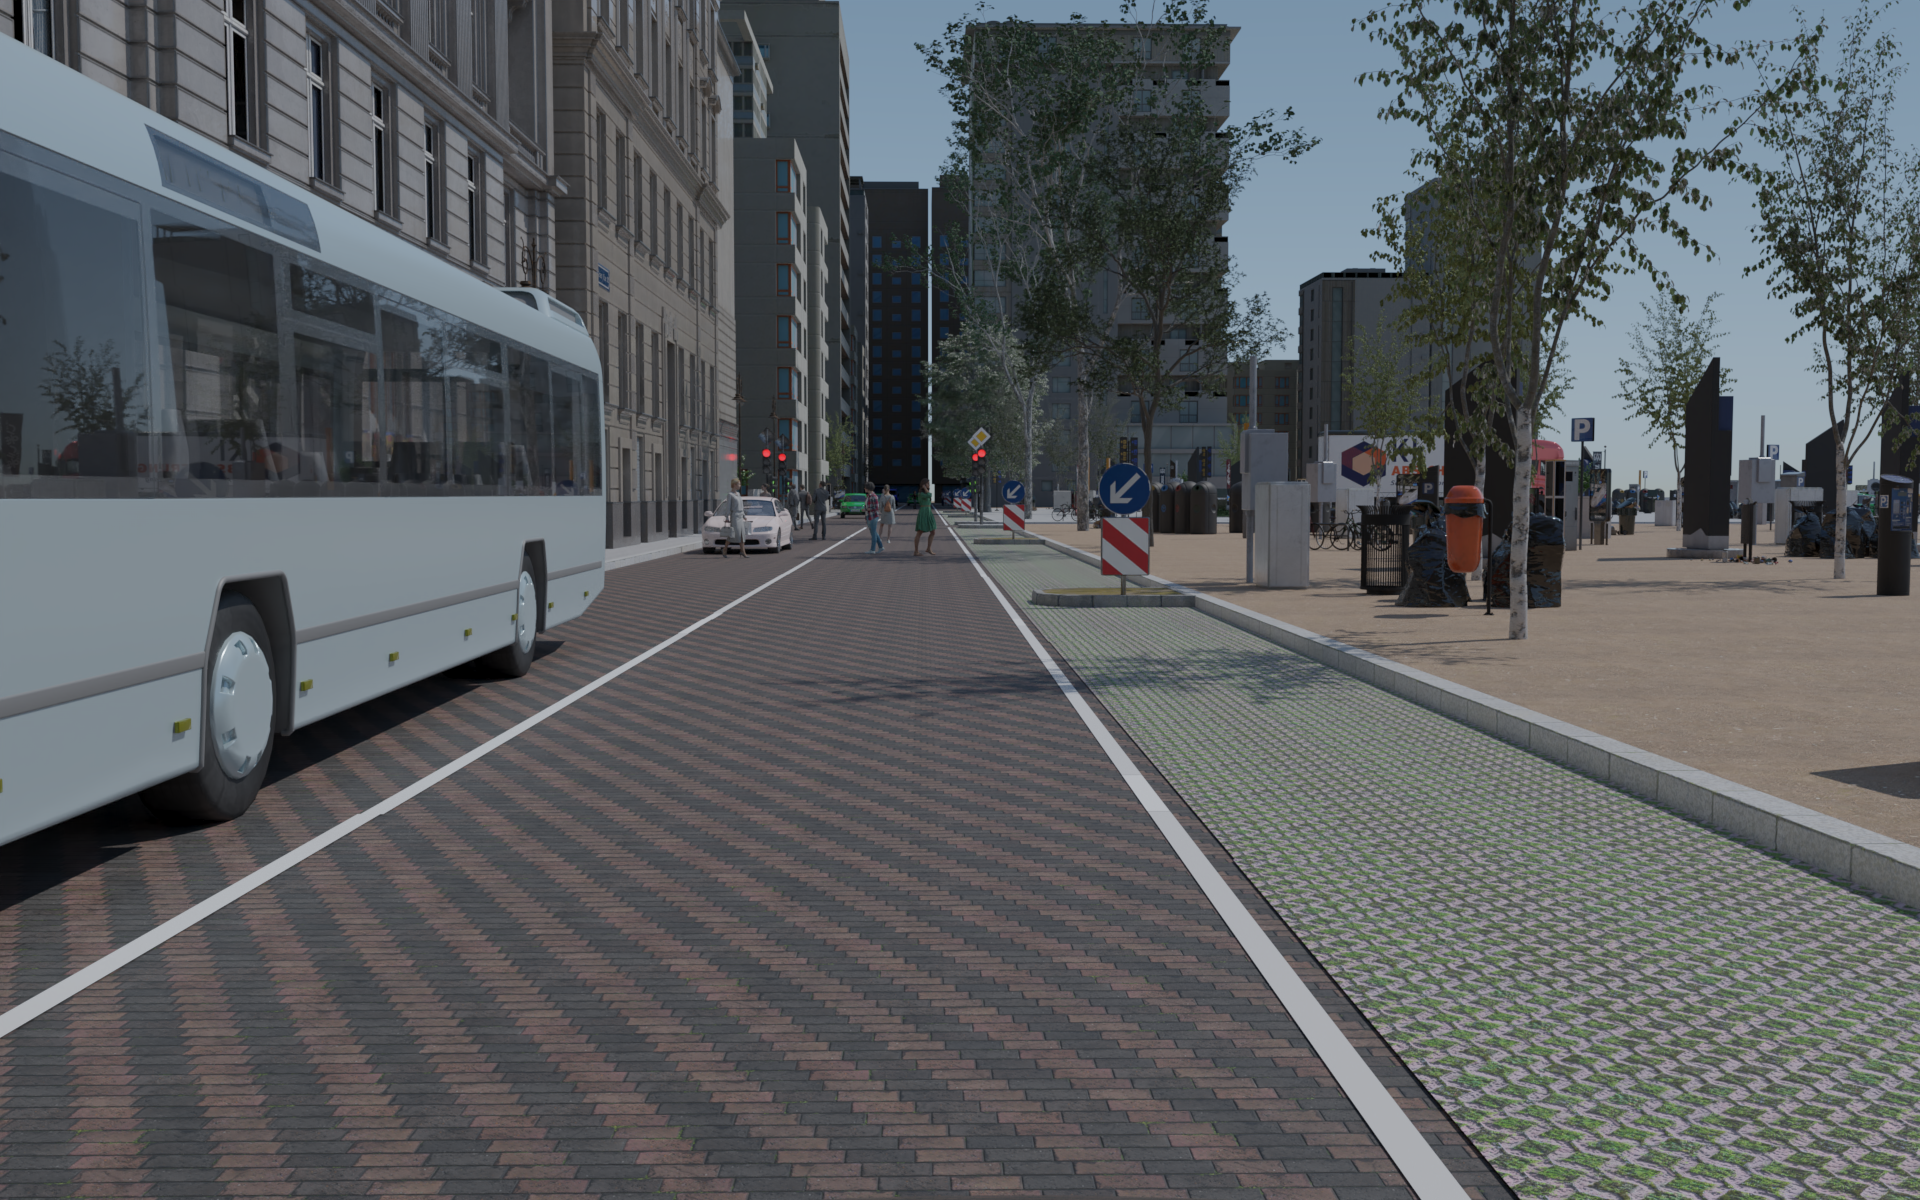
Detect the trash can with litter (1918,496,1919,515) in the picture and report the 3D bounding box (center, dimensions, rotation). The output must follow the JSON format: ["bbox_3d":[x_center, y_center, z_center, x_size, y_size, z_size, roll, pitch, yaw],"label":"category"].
[{"bbox_3d":[63.315,-6.280,113.736,1.678,1.210,2.233,-1,4,-15],"label":"trash can with litter"}]

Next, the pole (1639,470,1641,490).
[{"bbox_3d":[57.748,-9.377,147.156,0.158,3.312,0.155,0,3,0],"label":"pole"}]

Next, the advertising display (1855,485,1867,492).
[{"bbox_3d":[63.455,-7.132,121.819,0.974,1.923,0.123,0,4,-2],"label":"advertising display"}]

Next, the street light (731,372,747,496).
[{"bbox_3d":[-8.351,-5.684,65.721,0.468,5.910,1.993,0,4,-1],"label":"street light"}]

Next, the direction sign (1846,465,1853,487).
[{"bbox_3d":[74.601,-9.399,145.670,0.876,3.537,0.379,-1,4,-23],"label":"direction sign"}]

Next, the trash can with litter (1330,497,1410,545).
[{"bbox_3d":[10.664,-2.037,44.369,1.678,1.210,2.233,2,4,29],"label":"trash can with litter"}]

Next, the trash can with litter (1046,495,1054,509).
[{"bbox_3d":[7.740,-8.269,146.251,1.678,1.210,2.233,2,4,28],"label":"trash can with litter"}]

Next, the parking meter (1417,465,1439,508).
[{"bbox_3d":[9.413,-1.782,34.845,0.399,1.863,0.255,1,4,22],"label":"parking meter"}]

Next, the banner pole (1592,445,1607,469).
[{"bbox_3d":[32.962,-6.066,89.199,0.863,3.779,0.401,0,4,1],"label":"banner pole"}]

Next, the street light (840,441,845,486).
[{"bbox_3d":[-10.035,-10.763,148.762,0.468,5.910,1.993,0,4,-1],"label":"street light"}]

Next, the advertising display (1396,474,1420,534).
[{"bbox_3d":[14.353,-3.048,55.046,0.974,1.923,0.123,0,4,5],"label":"advertising display"}]

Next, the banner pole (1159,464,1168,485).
[{"bbox_3d":[16.877,-9.359,143.036,0.863,3.779,0.401,1,4,15],"label":"banner pole"}]

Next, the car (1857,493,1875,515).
[{"bbox_3d":[40.162,-4.280,78.767,4.718,1.807,1.959,0,4,-2],"label":"car"}]

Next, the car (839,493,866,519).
[{"bbox_3d":[-6.211,-5.757,102.921,1.959,1.807,4.718,0,4,-3],"label":"car"}]

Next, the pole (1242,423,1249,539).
[{"bbox_3d":[8.239,-3.428,49.892,0.158,3.312,0.155,0,3,0],"label":"pole"}]

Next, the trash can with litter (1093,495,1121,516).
[{"bbox_3d":[8.511,-5.601,102.629,2.233,1.210,1.678,0,4,7],"label":"trash can with litter"}]

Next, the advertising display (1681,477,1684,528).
[{"bbox_3d":[27.631,-3.671,65.231,0.974,1.923,0.123,1,4,21],"label":"advertising display"}]

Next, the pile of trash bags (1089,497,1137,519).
[{"bbox_3d":[7.730,-4.904,89.927,3.447,1.369,1.912,1,4,12],"label":"pile of trash bags"}]

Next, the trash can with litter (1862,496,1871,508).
[{"bbox_3d":[69.018,-7.292,130.282,1.678,1.210,2.233,-1,4,-21],"label":"trash can with litter"}]

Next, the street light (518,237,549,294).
[{"bbox_3d":[-7.676,-3.583,31.364,0.468,5.910,1.993,0,4,-1],"label":"street light"}]

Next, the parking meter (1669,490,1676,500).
[{"bbox_3d":[44.113,-6.043,107.222,0.372,1.533,0.369,0,3,0],"label":"parking meter"}]

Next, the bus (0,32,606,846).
[{"bbox_3d":[-4.489,-0.945,10.318,2.948,3.499,13.247,0,4,-2],"label":"bus"}]

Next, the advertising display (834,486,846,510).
[{"bbox_3d":[-9.859,-8.362,141.940,0.974,1.923,0.123,0,4,3],"label":"advertising display"}]

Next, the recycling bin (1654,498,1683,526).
[{"bbox_3d":[28.217,-3.459,69.111,0.722,1.027,0.722,-3,5,-44],"label":"recycling bin"}]

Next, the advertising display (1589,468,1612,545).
[{"bbox_3d":[16.203,-2.363,43.853,0.123,1.923,0.974,0,4,-5],"label":"advertising display"}]

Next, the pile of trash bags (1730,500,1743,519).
[{"bbox_3d":[40.475,-4.831,88.734,1.912,1.369,3.447,-2,4,-33],"label":"pile of trash bags"}]

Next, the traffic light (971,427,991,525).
[{"bbox_3d":[0.879,-5.113,72.522,0.839,4.253,0.868,0,4,-1],"label":"traffic light"}]

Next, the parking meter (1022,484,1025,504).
[{"bbox_3d":[3.891,-5.926,102.609,0.399,1.863,0.255,-1,4,-15],"label":"parking meter"}]

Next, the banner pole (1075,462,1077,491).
[{"bbox_3d":[9.030,-8.797,133.854,0.401,3.779,0.863,1,4,21],"label":"banner pole"}]

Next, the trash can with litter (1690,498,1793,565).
[{"bbox_3d":[14.717,-1.306,32.415,1.678,1.210,2.233,1,4,14],"label":"trash can with litter"}]

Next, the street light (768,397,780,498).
[{"bbox_3d":[-8.645,-6.597,80.646,0.468,5.910,1.993,0,4,-1],"label":"street light"}]

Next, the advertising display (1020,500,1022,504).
[{"bbox_3d":[4.970,-8.338,141.542,0.123,1.923,0.974,0,4,-3],"label":"advertising display"}]

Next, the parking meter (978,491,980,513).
[{"bbox_3d":[1.410,-6.831,120.095,0.372,1.533,0.369,0,3,0],"label":"parking meter"}]

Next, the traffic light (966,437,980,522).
[{"bbox_3d":[0.713,-5.602,80.506,0.839,4.253,0.868,0,4,-1],"label":"traffic light"}]

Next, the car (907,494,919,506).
[{"bbox_3d":[-5.545,-12.466,212.609,1.959,1.807,4.718,0,3,0],"label":"car"}]

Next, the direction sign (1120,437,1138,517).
[{"bbox_3d":[6.706,-4.703,68.894,0.876,3.537,0.379,-2,4,-31],"label":"direction sign"}]

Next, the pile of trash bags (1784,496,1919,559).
[{"bbox_3d":[18.702,-1.546,35.032,3.447,1.369,1.912,0,4,1],"label":"pile of trash bags"}]

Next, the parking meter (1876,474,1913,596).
[{"bbox_3d":[11.835,-0.826,21.923,0.372,1.533,0.369,0,3,0],"label":"parking meter"}]

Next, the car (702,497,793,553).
[{"bbox_3d":[-5.266,-1.893,43.307,2.083,1.381,4.827,0,4,1],"label":"car"}]

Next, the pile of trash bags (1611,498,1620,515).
[{"bbox_3d":[38.941,-5.887,106.008,3.447,1.369,1.912,-2,4,-33],"label":"pile of trash bags"}]

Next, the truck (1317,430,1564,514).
[{"bbox_3d":[21.830,-5.415,77.453,11.283,4.237,2.839,0,4,1],"label":"truck"}]

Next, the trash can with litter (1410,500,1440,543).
[{"bbox_3d":[9.108,-1.359,33.602,0.624,1.170,1.055,3,5,43],"label":"trash can with litter"}]

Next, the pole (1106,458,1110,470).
[{"bbox_3d":[8.407,-6.389,98.302,0.158,3.312,0.155,0,3,0],"label":"pole"}]

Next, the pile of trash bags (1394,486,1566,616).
[{"bbox_3d":[5.889,-0.611,19.742,1.912,1.369,3.447,1,4,21],"label":"pile of trash bags"}]

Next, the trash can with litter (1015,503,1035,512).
[{"bbox_3d":[4.355,-7.027,125.942,2.233,1.210,1.678,0,4,2],"label":"trash can with litter"}]

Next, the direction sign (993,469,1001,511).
[{"bbox_3d":[2.810,-8.545,131.711,0.876,3.537,0.379,-3,5,-42],"label":"direction sign"}]

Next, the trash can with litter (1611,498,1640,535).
[{"bbox_3d":[20.627,-2.612,54.095,1.055,1.170,0.624,0,4,-5],"label":"trash can with litter"}]

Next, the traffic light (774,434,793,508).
[{"bbox_3d":[-8.196,-5.589,80.306,0.839,4.253,0.868,0,4,-1],"label":"traffic light"}]

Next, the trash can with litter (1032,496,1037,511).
[{"bbox_3d":[5.638,-7.418,132.671,0.624,1.170,1.055,-1,4,-20],"label":"trash can with litter"}]

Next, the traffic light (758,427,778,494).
[{"bbox_3d":[-8.030,-5.101,72.322,0.839,4.253,0.868,0,4,-1],"label":"traffic light"}]

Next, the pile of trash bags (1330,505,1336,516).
[{"bbox_3d":[19.525,-4.892,89.739,1.912,1.369,3.447,-3,4,-37],"label":"pile of trash bags"}]

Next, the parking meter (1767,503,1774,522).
[{"bbox_3d":[37.901,-4.604,80.981,0.255,1.863,0.399,3,5,40],"label":"parking meter"}]

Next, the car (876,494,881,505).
[{"bbox_3d":[-7.694,-9.365,161.919,1.959,1.807,4.718,0,4,-1],"label":"car"}]

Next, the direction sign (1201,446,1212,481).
[{"bbox_3d":[11.725,-5.531,82.432,0.379,3.537,0.876,-1,4,-22],"label":"direction sign"}]
